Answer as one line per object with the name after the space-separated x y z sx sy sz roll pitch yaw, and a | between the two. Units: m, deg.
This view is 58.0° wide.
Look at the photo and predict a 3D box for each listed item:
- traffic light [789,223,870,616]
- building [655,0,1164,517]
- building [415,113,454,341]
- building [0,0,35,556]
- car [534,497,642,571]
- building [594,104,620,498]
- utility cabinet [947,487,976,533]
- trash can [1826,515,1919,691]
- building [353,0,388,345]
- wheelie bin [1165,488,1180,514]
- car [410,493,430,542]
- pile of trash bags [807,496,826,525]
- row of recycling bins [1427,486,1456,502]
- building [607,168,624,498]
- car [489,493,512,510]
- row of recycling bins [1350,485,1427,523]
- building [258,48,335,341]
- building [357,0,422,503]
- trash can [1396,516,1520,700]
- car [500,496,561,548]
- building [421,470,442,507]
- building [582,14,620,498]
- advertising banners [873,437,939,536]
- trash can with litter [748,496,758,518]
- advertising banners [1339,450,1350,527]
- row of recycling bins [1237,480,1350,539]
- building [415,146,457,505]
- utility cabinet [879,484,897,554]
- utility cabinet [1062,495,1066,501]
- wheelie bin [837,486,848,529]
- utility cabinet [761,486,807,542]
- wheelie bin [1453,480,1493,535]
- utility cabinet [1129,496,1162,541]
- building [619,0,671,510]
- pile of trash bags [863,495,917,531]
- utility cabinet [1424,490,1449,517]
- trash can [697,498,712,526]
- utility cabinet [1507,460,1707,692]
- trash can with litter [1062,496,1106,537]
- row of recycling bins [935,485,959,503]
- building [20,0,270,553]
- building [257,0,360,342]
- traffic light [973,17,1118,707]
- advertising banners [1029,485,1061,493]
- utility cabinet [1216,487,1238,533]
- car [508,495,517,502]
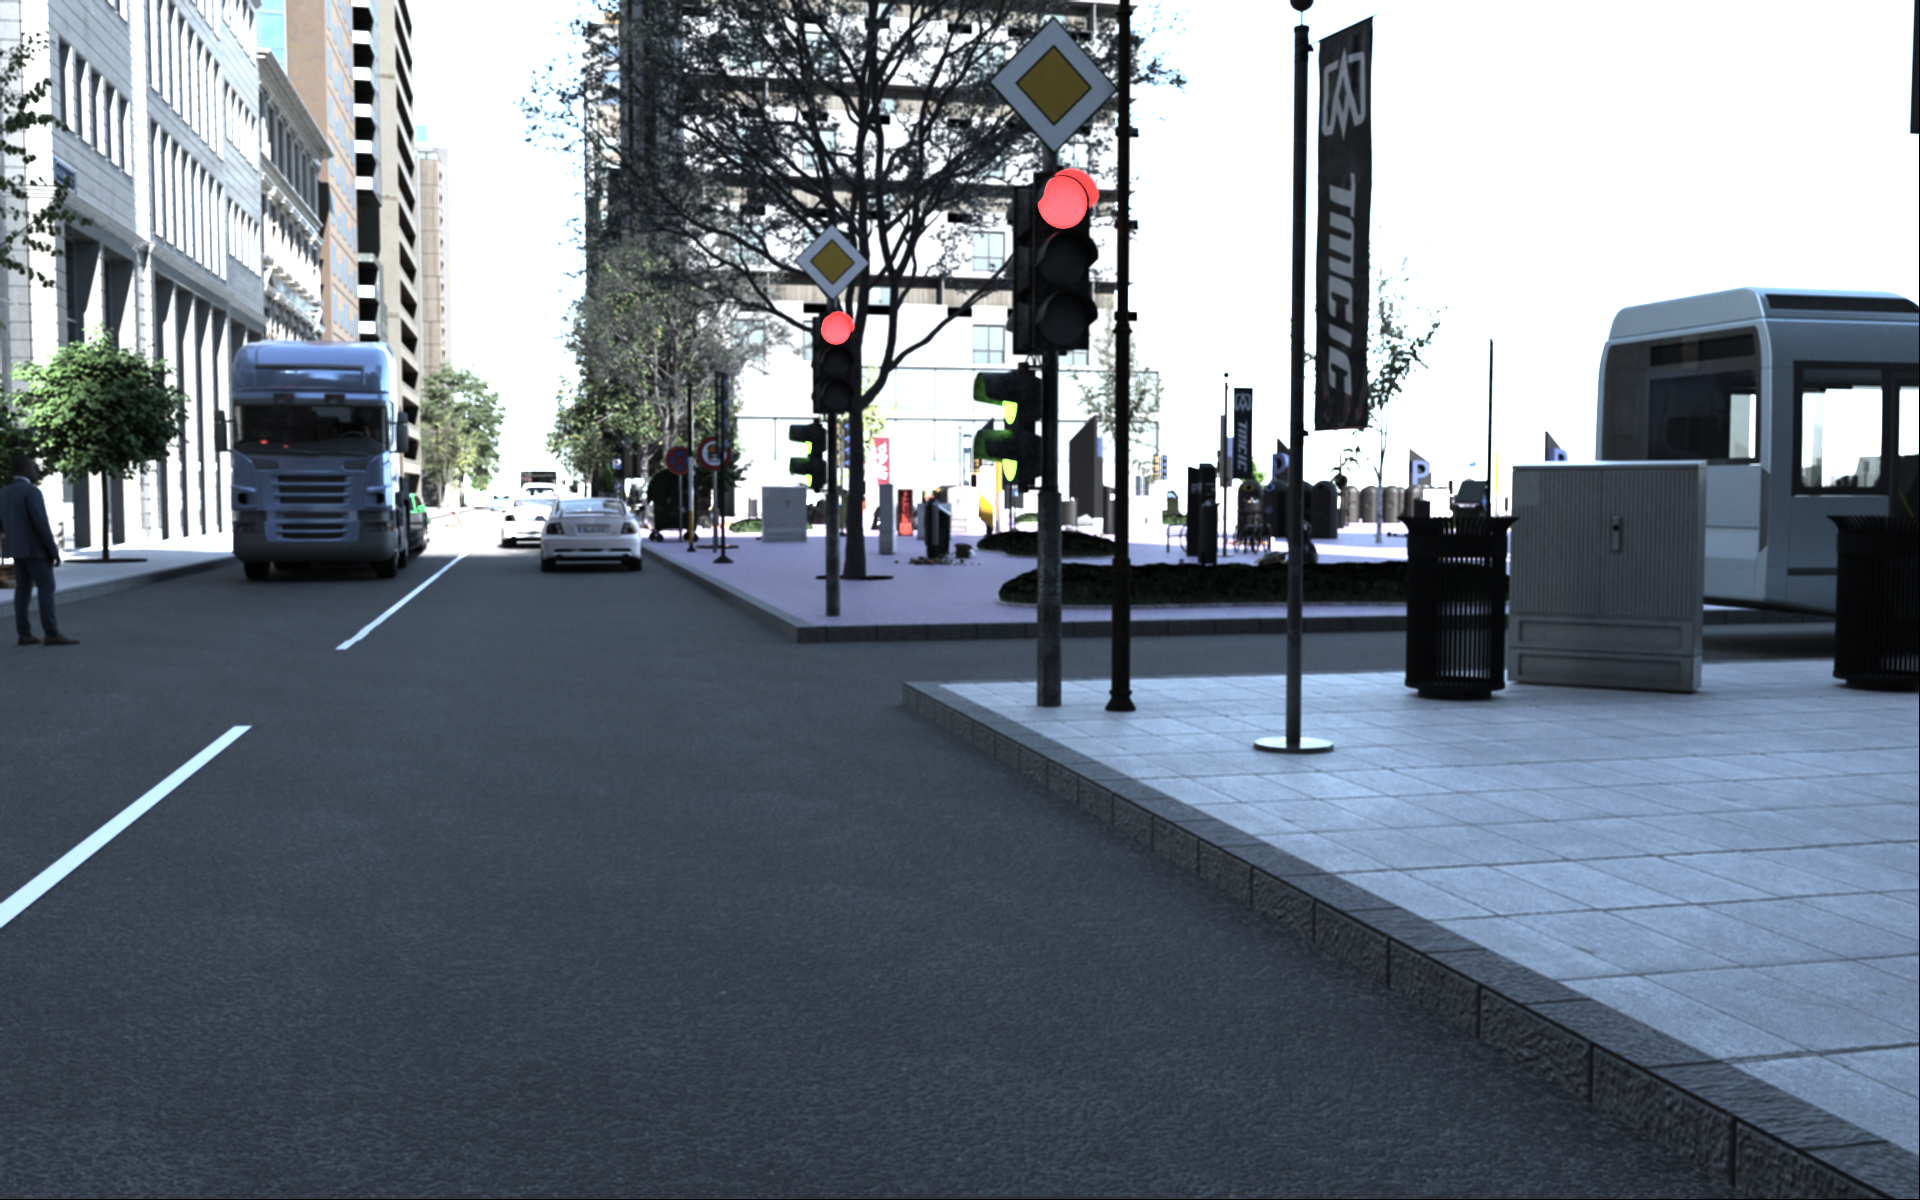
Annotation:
-1.357 -1.787 18.146 0.839 4.253 0.868 -1 4 -14 | traffic light
-4.863 -31.833 109.705 28.713 52.752 27.495 -1 4 -14 | building
-75.554 -36.564 217.425 23.786 49.044 30.456 -1 4 -14 | building
-23.474 -12.701 25.687 12.078 24.808 19.932 -1 4 -14 | building
-7.189 -1.300 33.614 2.083 1.381 4.827 -1 4 -13 | car
-31.563 -30.713 185.753 14.154 41.232 14.086 -1 4 -14 | building
0.039 -2.963 57.120 0.318 1.500 1.173 -3 4 -36 | utility cabinet
6.128 0.013 11.449 0.748 1.137 0.748 0 3 0 | trash can
-48.788 -48.935 112.753 22.319 86.520 31.000 -1 4 -14 | building
10.456 -4.725 85.158 0.693 1.594 0.980 1 4 13 | wheelie bin
-16.327 -2.508 49.802 1.959 1.807 4.718 -1 4 -12 | car
-6.234 -3.870 73.032 3.447 1.369 1.912 -2 4 -24 | pile of trash bags
24.306 -4.979 88.523 1.069 1.692 3.534 3 5 43 | row of recycling bins
-24.822 -23.591 157.418 14.160 30.474 14.107 -1 4 -14 | building
-40.550 -8.772 153.007 1.945 1.707 3.694 -1 4 -14 | car
18.627 -4.238 76.400 3.534 1.692 1.069 1 4 18 | row of recycling bins
-34.209 -14.600 74.864 11.583 22.565 21.152 -1 4 -14 | building
-55.957 -31.613 140.578 21.300 48.544 21.600 -1 4 -14 | building
3.142 0.042 10.972 0.748 1.137 0.748 0 3 0 | trash can
-11.535 -2.145 47.428 2.083 1.381 4.827 -1 4 -12 | car
-64.908 -45.270 178.413 20.563 71.187 20.611 -1 4 -14 | building
-37.106 -41.542 221.216 21.231 58.520 28.212 -1 4 -14 | building
-1.660 -3.502 53.440 2.074 3.025 0.090 -1 4 -13 | advertising banners
-7.995 -3.583 69.646 1.678 1.210 2.233 2 4 32 | trash can with litter
15.162 -4.416 68.385 0.090 3.025 2.074 0 4 2 | advertising banners
9.676 -2.699 51.244 1.069 1.692 3.534 -3 5 -42 | row of recycling bins
-65.240 -31.405 197.060 14.154 41.232 14.086 -1 4 -14 | building
-1.561 -1.747 37.248 0.318 1.500 1.173 0 4 2 | utility cabinet
4.720 -4.417 83.373 0.306 1.237 1.020 2 4 35 | utility cabinet
-4.461 -3.441 64.168 0.693 1.594 0.980 -2 4 -23 | wheelie bin
-4.694 -2.298 46.248 1.173 1.500 0.318 -1 4 -13 | utility cabinet
11.695 -1.932 39.504 0.980 1.594 0.693 3 5 45 | wheelie bin
5.122 -2.259 48.093 0.306 1.237 1.020 -3 5 -43 | utility cabinet
-20.456 -30.097 142.192 14.600 45.320 14.200 -1 4 -14 | building
-2.457 -3.134 60.991 3.447 1.369 1.912 -3 4 -38 | pile of trash bags
23.271 -4.644 84.613 1.173 1.500 0.318 1 4 20 | utility cabinet
-10.354 -3.570 70.023 0.748 1.137 0.748 0 3 0 | trash can
4.265 -0.170 11.458 1.173 1.500 0.318 2 4 33 | utility cabinet
3.569 -2.465 51.363 2.233 1.210 1.678 1 4 22 | trash can with litter
-0.490 -4.499 80.667 1.069 1.692 3.534 -1 4 -10 | row of recycling bins
-28.236 -16.662 49.924 11.434 29.767 29.804 -1 4 -14 | building
-40.422 -27.077 92.821 14.600 45.320 14.200 -1 4 -14 | building
0.521 -1.313 10.384 0.839 4.253 0.868 -1 4 -14 | traffic light
3.470 -4.646 72.155 0.090 3.025 2.074 -3 5 -39 | advertising banners
8.598 -2.964 57.137 1.173 1.500 0.318 1 4 21 | utility cabinet
-60.347 -13.416 231.711 2.083 1.381 4.827 -1 4 -12 | car
